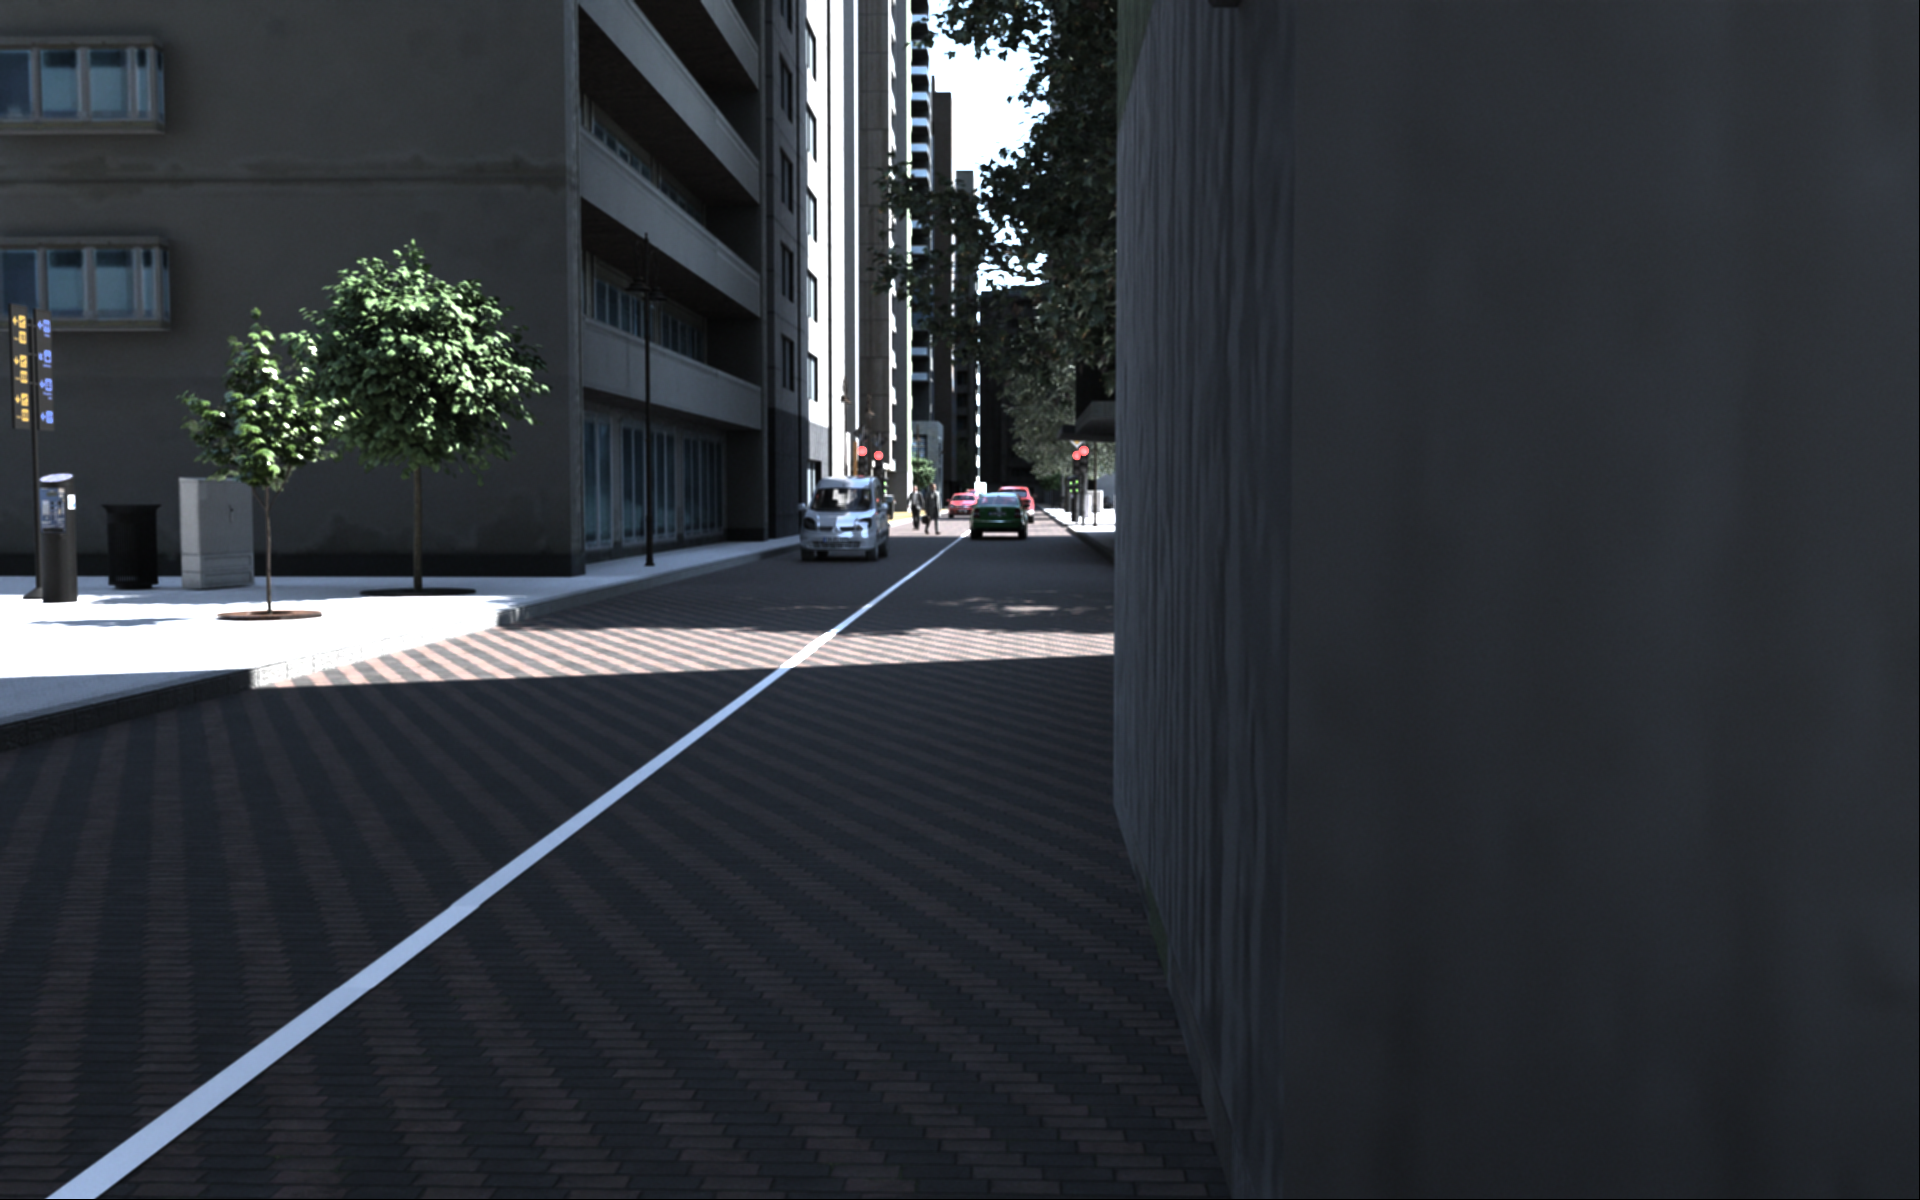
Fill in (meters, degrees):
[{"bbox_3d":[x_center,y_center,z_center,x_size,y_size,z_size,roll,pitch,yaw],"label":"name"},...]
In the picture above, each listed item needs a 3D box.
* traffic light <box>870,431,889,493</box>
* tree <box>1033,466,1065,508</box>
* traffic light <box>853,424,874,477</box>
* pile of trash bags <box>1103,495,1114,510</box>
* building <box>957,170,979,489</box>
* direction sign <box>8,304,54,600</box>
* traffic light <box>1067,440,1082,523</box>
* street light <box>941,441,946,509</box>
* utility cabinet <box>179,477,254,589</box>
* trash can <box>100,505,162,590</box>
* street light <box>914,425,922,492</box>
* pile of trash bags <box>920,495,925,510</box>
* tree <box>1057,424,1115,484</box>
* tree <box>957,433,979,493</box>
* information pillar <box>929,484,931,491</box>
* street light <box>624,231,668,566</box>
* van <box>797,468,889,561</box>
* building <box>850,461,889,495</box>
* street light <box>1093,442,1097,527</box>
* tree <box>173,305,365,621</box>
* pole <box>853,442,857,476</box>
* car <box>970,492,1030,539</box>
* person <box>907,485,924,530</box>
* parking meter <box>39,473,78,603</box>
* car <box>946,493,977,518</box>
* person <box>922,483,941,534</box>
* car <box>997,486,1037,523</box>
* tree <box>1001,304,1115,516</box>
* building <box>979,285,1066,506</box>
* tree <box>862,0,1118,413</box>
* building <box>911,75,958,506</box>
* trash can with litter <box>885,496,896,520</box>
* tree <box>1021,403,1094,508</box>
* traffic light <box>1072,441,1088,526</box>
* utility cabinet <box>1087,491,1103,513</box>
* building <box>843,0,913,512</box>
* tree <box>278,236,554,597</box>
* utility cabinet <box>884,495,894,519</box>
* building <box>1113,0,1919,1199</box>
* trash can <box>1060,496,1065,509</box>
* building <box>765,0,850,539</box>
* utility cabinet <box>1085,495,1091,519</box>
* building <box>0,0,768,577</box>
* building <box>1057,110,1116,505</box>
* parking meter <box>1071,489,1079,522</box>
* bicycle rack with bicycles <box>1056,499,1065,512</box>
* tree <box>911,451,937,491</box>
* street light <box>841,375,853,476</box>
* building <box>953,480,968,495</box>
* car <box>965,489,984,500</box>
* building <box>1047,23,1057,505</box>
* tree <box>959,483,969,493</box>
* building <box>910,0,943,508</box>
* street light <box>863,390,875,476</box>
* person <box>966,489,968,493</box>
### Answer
[{"bbox_3d":[-3.564,-5.374,76.788,0.839,4.253,0.868,0,4,2],"label":"traffic light"},{"bbox_3d":[8.243,-10.498,155.356,4.285,4.588,4.351,0,3,0],"label":"tree"},{"bbox_3d":[-3.841,-4.886,68.808,0.839,4.253,0.868,0,4,2],"label":"traffic light"},{"bbox_3d":[12.946,-8.284,145.190,1.912,1.369,3.447,1,4,20],"label":"pile of trash bags"},{"bbox_3d":[-8.242,-38.064,246.052,21.600,48.544,21.300,0,4,2],"label":"building"},{"bbox_3d":[-11.277,-1.781,21.109,0.379,3.537,0.876,0,4,1],"label":"direction sign"},{"bbox_3d":[5.142,-5.357,76.503,0.839,4.253,0.868,0,4,2],"label":"traffic light"},{"bbox_3d":[-1.444,-10.855,150.272,0.468,5.910,1.993,0,4,2],"label":"street light"},{"bbox_3d":[-10.100,-0.912,23.585,0.318,1.500,1.173,1,4,12],"label":"utility cabinet"},{"bbox_3d":[-11.181,-0.719,23.401,0.748,1.137,0.748,0,3,0],"label":"trash can"},{"bbox_3d":[-2.770,-8.620,113.730,0.468,5.910,1.993,0,4,2],"label":"street light"},{"bbox_3d":[-3.356,-7.851,138.109,1.912,1.369,3.447,2,4,30],"label":"pile of trash bags"},{"bbox_3d":[8.358,-10.916,128.846,4.737,8.622,4.395,0,3,0],"label":"tree"},{"bbox_3d":[0.185,-15.320,200.837,4.737,8.622,4.395,0,3,0],"label":"tree"},{"bbox_3d":[-1.955,-7.130,121.065,0.304,2.012,0.304,1,4,13],"label":"information pillar"},{"bbox_3d":[-5.546,-3.547,30.780,0.468,5.910,1.993,0,4,2],"label":"street light"},{"bbox_3d":[-2.533,-1.927,38.511,2.013,2.044,4.112,0,4,2],"label":"van"},{"bbox_3d":[-20.407,-24.593,93.980,32.217,40.220,23.993,0,4,2],"label":"building"},{"bbox_3d":[5.292,-5.803,67.674,0.468,5.910,1.993,0,4,2],"label":"street light"},{"bbox_3d":[-7.299,-1.425,17.900,1.663,3.219,1.824,0,3,0],"label":"tree"},{"bbox_3d":[-4.067,-4.497,67.369,0.158,3.312,0.155,0,3,0],"label":"pole"},{"bbox_3d":[1.300,-2.925,56.616,1.959,1.807,4.718,0,4,3],"label":"car"},{"bbox_3d":[-1.786,-3.693,69.276,0.661,1.777,0.834,0,4,1],"label":"person"},{"bbox_3d":[-10.657,-0.738,20.470,0.372,1.533,0.369,0,3,0],"label":"parking meter"},{"bbox_3d":[0.243,-5.858,104.811,2.155,1.783,4.494,0,4,2],"label":"car"},{"bbox_3d":[-0.971,-3.243,61.630,0.694,1.812,0.767,-2,4,-27],"label":"person"},{"bbox_3d":[2.692,-4.757,86.458,2.281,1.827,5.304,0,4,3],"label":"car"},{"bbox_3d":[7.587,-13.043,119.914,9.857,13.997,8.962,0,3,0],"label":"tree"},{"bbox_3d":[9.646,-28.776,242.183,14.107,30.474,14.160,0,4,2],"label":"building"},{"bbox_3d":[3.943,-6.499,23.273,9.611,12.733,9.660,0,3,0],"label":"tree"},{"bbox_3d":[-7.523,-32.998,189.626,14.600,45.320,14.200,0,4,2],"label":"building"},{"bbox_3d":[-3.524,-4.524,85.347,0.624,1.170,1.055,0,4,4],"label":"trash can with litter"},{"bbox_3d":[8.348,-14.052,147.871,7.486,12.596,7.792,0,3,0],"label":"tree"},{"bbox_3d":[4.865,-4.869,68.523,0.839,4.253,0.868,0,4,2],"label":"traffic light"},{"bbox_3d":[8.782,-6.432,113.838,1.173,1.500,0.318,2,4,28],"label":"utility cabinet"},{"bbox_3d":[-10.792,-26.730,120.622,14.154,41.232,14.086,0,4,2],"label":"building"},{"bbox_3d":[-6.935,-2.352,22.171,4.285,4.588,4.351,0,3,0],"label":"tree"},{"bbox_3d":[-3.860,-4.669,87.504,1.020,1.237,0.306,-2,4,-24],"label":"utility cabinet"},{"bbox_3d":[7.779,-19.852,8.178,14.154,41.232,14.086,0,4,2],"label":"building"},{"bbox_3d":[8.613,-8.104,144.156,0.748,1.137,0.748,0,3,0],"label":"trash can"},{"bbox_3d":[-15.079,-37.901,57.940,20.611,71.187,20.563,0,4,2],"label":"building"},{"bbox_3d":[6.730,-4.902,91.314,0.306,1.237,1.020,0,4,7],"label":"utility cabinet"},{"bbox_3d":[-16.288,-25.226,36.143,21.300,48.544,21.600,0,4,2],"label":"building"},{"bbox_3d":[23.929,-35.475,169.249,28.713,52.752,27.495,0,4,2],"label":"building"},{"bbox_3d":[5.254,-4.316,78.983,0.372,1.533,0.369,0,3,0],"label":"parking meter"},{"bbox_3d":[8.211,-6.870,125.710,2.852,0.926,2.925,-2,4,-24],"label":"bicycle rack with bicycles"},{"bbox_3d":[-3.424,-9.001,130.884,4.285,4.588,4.351,0,3,0],"label":"tree"},{"bbox_3d":[-4.434,-5.762,66.995,0.468,5.910,1.993,0,4,2],"label":"street light"},{"bbox_3d":[-13.727,-34.374,216.646,28.867,44.769,22.147,0,4,2],"label":"building"},{"bbox_3d":[1.148,-7.923,138.209,2.281,1.827,5.304,0,4,0],"label":"car"},{"bbox_3d":[21.311,-40.996,212.289,21.231,58.520,28.212,0,4,2],"label":"building"},{"bbox_3d":[0.372,-14.367,229.494,1.663,3.219,1.824,0,3,0],"label":"tree"},{"bbox_3d":[-12.538,-52.190,165.970,22.319,86.520,31.000,0,4,2],"label":"building"},{"bbox_3d":[-4.031,-6.377,77.048,0.468,5.910,1.993,0,4,2],"label":"street light"},{"bbox_3d":[0.545,-6.993,123.241,0.834,1.777,0.661,-1,4,-18],"label":"person"}]
